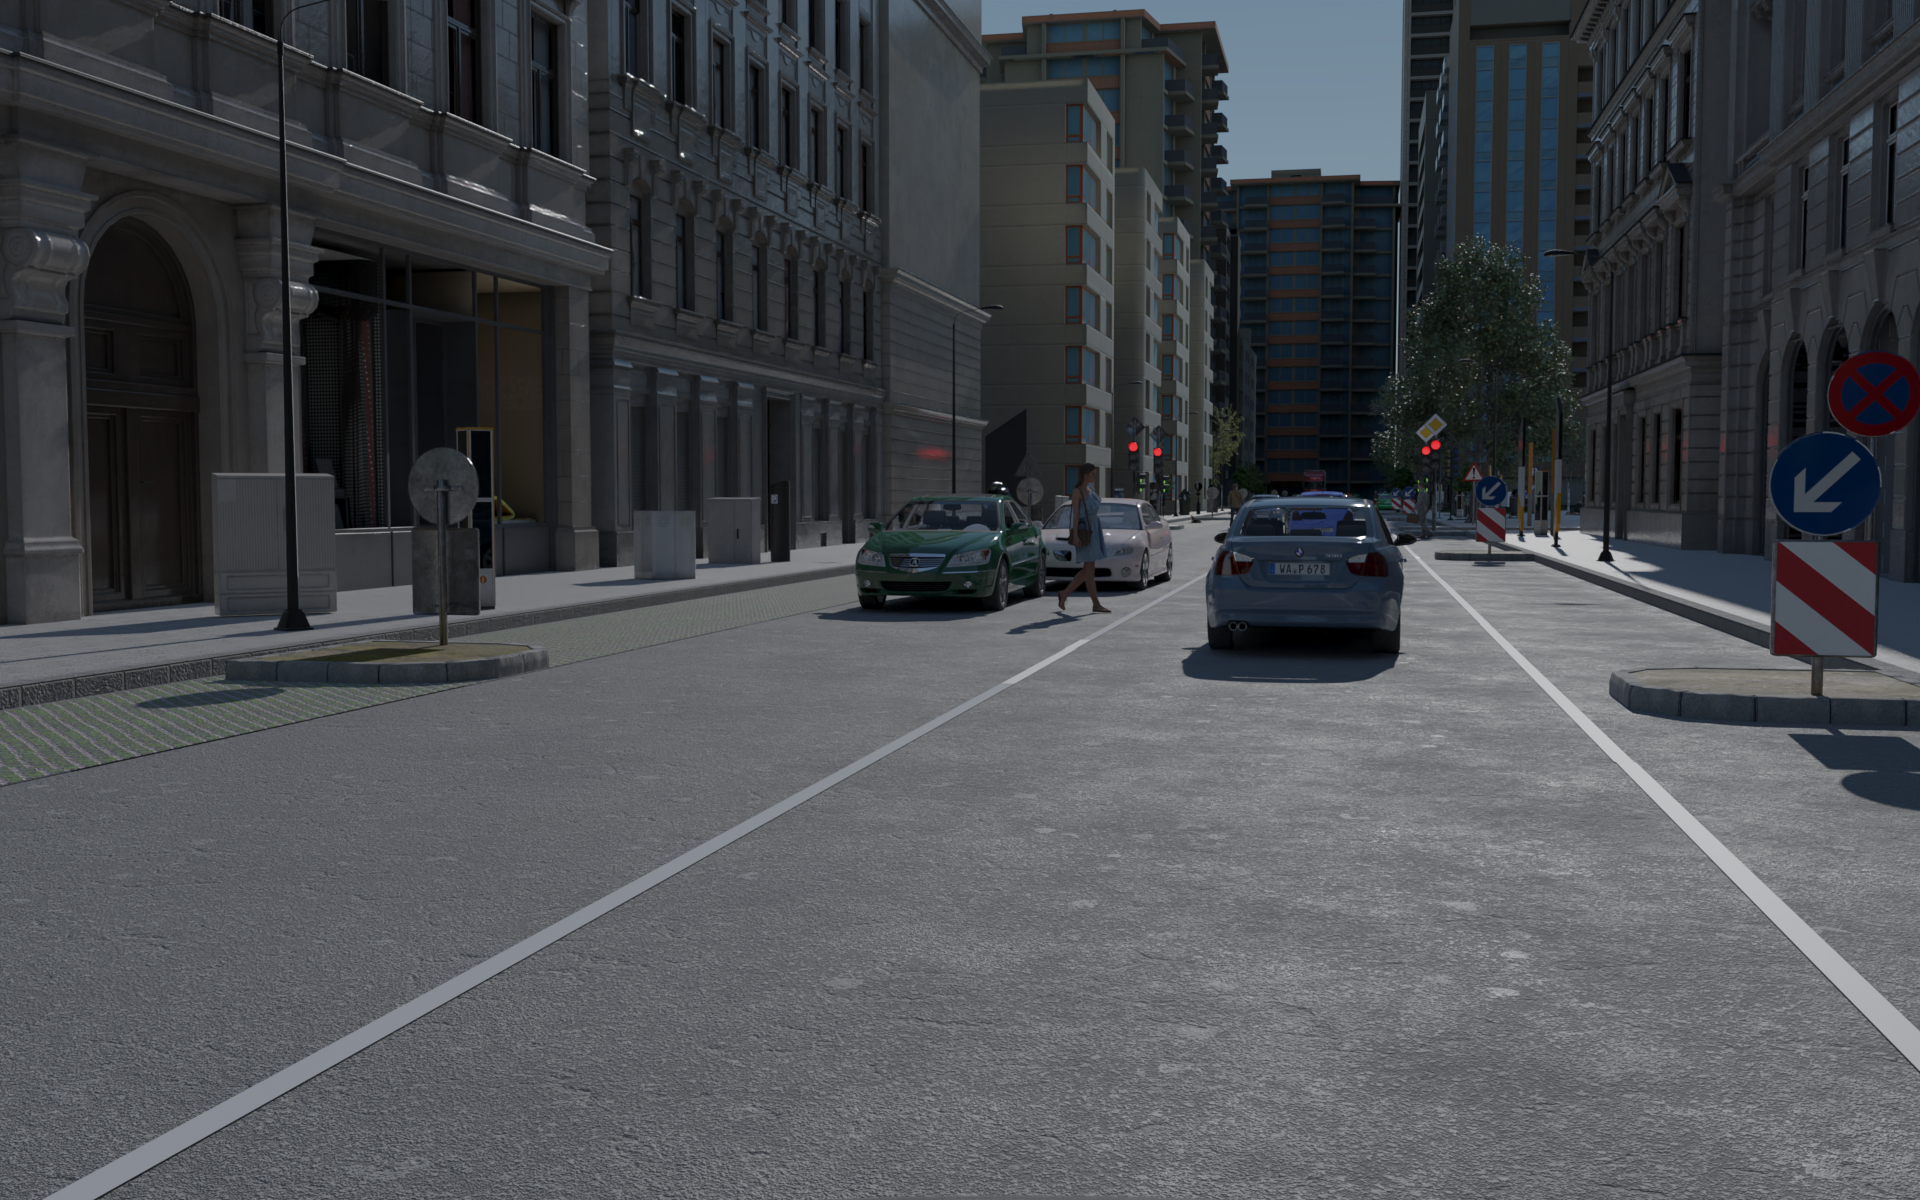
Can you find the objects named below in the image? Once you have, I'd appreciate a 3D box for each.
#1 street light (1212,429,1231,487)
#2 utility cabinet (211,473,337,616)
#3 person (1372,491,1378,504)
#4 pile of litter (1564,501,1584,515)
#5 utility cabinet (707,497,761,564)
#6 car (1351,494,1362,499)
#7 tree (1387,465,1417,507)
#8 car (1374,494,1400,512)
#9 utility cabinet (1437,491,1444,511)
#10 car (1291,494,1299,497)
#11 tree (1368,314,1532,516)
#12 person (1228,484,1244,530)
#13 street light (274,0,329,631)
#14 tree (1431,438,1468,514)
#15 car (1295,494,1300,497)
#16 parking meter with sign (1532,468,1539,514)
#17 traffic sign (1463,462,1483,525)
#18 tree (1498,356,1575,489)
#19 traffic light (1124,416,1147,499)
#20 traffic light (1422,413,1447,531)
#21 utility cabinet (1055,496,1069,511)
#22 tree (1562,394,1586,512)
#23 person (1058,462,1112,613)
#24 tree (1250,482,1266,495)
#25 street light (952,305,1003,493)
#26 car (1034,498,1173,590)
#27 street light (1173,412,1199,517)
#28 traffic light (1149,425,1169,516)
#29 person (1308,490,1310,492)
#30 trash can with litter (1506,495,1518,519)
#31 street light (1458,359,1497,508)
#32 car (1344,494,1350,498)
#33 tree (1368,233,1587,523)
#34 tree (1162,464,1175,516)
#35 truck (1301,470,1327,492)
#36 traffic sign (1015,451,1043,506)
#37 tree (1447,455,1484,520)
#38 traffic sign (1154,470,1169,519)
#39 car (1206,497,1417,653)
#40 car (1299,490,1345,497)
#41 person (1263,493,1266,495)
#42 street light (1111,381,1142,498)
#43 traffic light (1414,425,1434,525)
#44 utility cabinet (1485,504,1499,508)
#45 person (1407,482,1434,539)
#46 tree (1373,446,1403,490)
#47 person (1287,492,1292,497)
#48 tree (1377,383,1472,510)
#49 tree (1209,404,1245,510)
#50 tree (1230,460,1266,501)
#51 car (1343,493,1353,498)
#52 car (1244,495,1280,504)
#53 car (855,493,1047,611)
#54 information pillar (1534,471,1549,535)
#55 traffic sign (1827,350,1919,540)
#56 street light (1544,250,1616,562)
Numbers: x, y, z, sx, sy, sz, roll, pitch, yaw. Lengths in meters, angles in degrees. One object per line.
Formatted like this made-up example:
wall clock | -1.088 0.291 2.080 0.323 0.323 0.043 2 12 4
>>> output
street light | 18.773 -9.306 124.699 1.470 5.913 1.316 1 4 13
utility cabinet | -7.248 -0.590 18.332 1.173 1.500 0.318 -2 4 -33
person | 37.622 -9.053 157.073 0.434 1.755 0.990 2 4 29
pile of litter | 37.556 -5.570 105.029 1.719 0.858 1.176 3 5 41
utility cabinet | -4.176 -1.273 31.981 1.020 1.237 0.306 2 4 30
car | 43.316 -11.132 190.804 1.959 1.807 4.718 1 4 13
tree | 43.724 -11.488 171.535 4.285 4.588 4.351 0 3 0
car | 32.224 -7.445 130.516 1.959 1.807 4.718 1 4 13
utility cabinet | 36.764 -7.587 132.724 0.318 1.500 1.173 2 4 32
car | 32.367 -9.391 165.335 2.131 1.459 4.920 1 4 14
tree | 29.680 -11.792 103.165 12.009 13.543 11.850 0 3 0
person | 11.133 -3.751 69.735 0.656 1.842 0.836 -2 4 -33
street light | -5.768 -2.662 16.057 1.470 5.913 1.316 1 4 13
tree | 31.556 -10.002 113.895 4.360 8.622 3.978 0 3 0
car | 10.939 -2.543 53.375 2.131 1.459 4.920 1 4 11
parking meter with sign | 37.353 -7.128 112.810 0.543 3.016 1.738 1 4 20
traffic sign | 21.051 -4.341 70.986 0.884 2.594 0.081 1 4 18
tree | 28.632 -8.298 86.040 4.737 8.622 4.395 0 3 0
traffic light | 6.309 -4.507 62.611 0.839 4.253 0.868 1 4 13
traffic light | 16.516 -4.367 60.322 0.839 4.253 0.868 1 4 13
utility cabinet | 3.510 -2.958 59.531 0.306 1.237 1.020 1 4 15
tree | 43.021 -10.503 122.085 4.360 8.622 3.978 0 3 0
person | 1.476 -0.753 20.901 0.778 1.811 0.616 3 4 36
tree | 34.005 -12.277 195.334 1.663 3.219 1.824 0 3 0
street light | 0.373 -4.298 42.815 1.470 5.913 1.316 1 4 13
car | 2.251 -0.923 27.451 2.083 1.381 4.827 1 4 14
street light | 12.799 -7.683 98.160 1.470 5.913 1.316 1 4 13
traffic light | 8.075 -4.983 70.400 0.839 4.253 0.868 1 4 13
person | 36.531 -10.547 181.084 0.705 1.807 1.348 0 4 2
trash can with litter | 28.692 -4.888 90.984 2.233 1.210 1.678 0 4 -5
street light | 17.843 -5.327 59.641 1.470 5.913 1.316 1 4 13
car | 20.719 -5.094 95.083 2.131 1.459 4.920 1 4 13
tree | 22.924 -9.740 76.263 9.611 12.733 9.660 0 3 0
tree | 12.230 -6.641 103.175 1.663 3.219 1.824 0 3 0
truck | 41.427 -13.045 202.202 2.839 4.237 11.283 1 4 13
traffic sign | 2.056 -3.188 52.124 0.884 2.594 0.081 1 4 19
tree | 24.987 -5.566 85.607 1.663 3.219 1.824 0 3 0
traffic sign | 10.451 -5.493 89.923 0.768 2.556 0.104 1 4 20
car | 3.455 -0.308 17.034 2.014 1.417 4.499 1 4 14
car | 9.579 -2.220 45.887 1.945 1.707 3.694 1 4 11
person | 39.555 -13.208 225.126 0.621 1.740 0.551 -3 5 -39
street light | 6.823 -6.060 71.621 1.470 5.913 1.316 1 4 13
traffic light | 18.282 -4.843 68.111 0.839 4.253 0.868 1 4 13
utility cabinet | 31.451 -5.726 102.298 0.318 1.500 1.173 3 5 42
person | 14.764 -2.863 55.423 0.853 1.813 0.709 2 4 26
tree | 53.915 -16.256 216.145 4.737 8.622 4.395 0 3 0
person | 41.236 -12.667 216.432 1.217 1.723 0.721 -2 4 -24
tree | 38.123 -13.190 141.405 9.928 11.665 9.643 0 3 0
tree | 21.094 -11.636 140.607 4.360 8.622 3.978 0 3 0
tree | 27.725 -11.195 166.747 4.285 4.588 4.351 0 3 0
car | 25.348 -6.481 115.001 2.155 1.783 4.494 1 4 14
car | 13.880 -4.076 78.651 2.014 1.417 4.499 1 4 14
car | -0.025 -0.680 22.920 2.131 1.459 4.920 1 4 12
information pillar | 18.296 -3.058 54.493 0.304 2.012 0.304 -2 4 -26
traffic sign | 8.134 -0.939 15.461 0.768 2.556 0.104 1 4 19
street light | 11.793 -3.697 32.987 1.470 5.913 1.316 1 4 13
